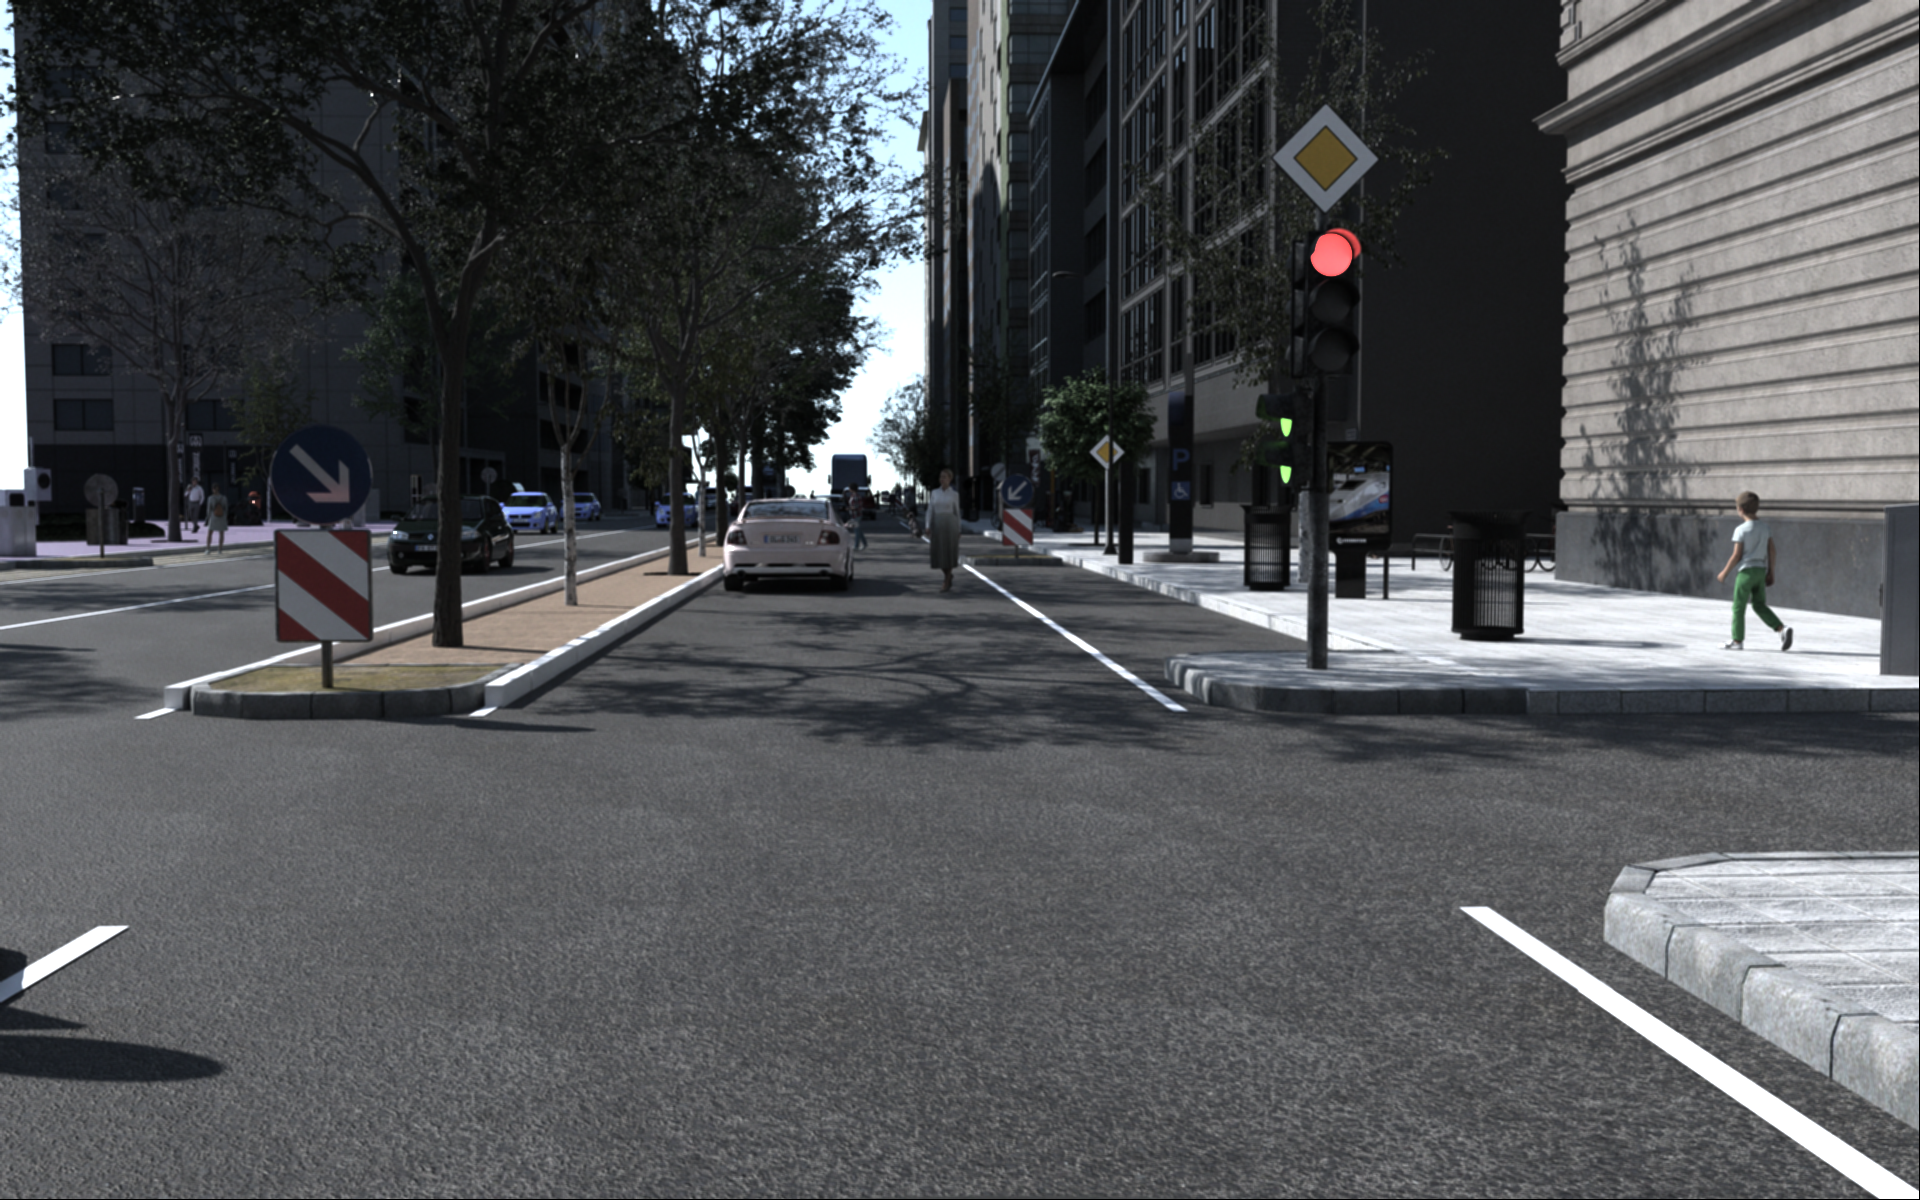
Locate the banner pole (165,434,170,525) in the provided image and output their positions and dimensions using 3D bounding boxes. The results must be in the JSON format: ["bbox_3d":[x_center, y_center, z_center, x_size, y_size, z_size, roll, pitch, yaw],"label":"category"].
[{"bbox_3d":[-32.611,-5.012,71.957,0.863,3.779,0.401,-1,4,-18],"label":"banner pole"}]

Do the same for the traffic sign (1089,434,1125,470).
[{"bbox_3d":[3.238,-2.339,37.969,0.795,2.593,0.064,0,4,1],"label":"traffic sign"}]

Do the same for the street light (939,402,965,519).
[{"bbox_3d":[-0.333,-7.044,87.712,1.470,5.913,1.316,0,4,-3],"label":"street light"}]

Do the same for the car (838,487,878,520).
[{"bbox_3d":[-5.734,-5.393,96.847,2.281,1.827,5.304,0,4,-3],"label":"car"}]

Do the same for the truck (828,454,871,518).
[{"bbox_3d":[-7.073,-7.385,110.505,2.967,4.110,18.799,0,4,-3],"label":"truck"}]

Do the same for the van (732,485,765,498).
[{"bbox_3d":[-14.730,-7.160,121.452,2.240,2.365,5.245,0,4,-2],"label":"van"}]

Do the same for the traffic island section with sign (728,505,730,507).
[{"bbox_3d":[-26.417,-11.284,193.118,1.989,1.847,2.006,0,4,-3],"label":"traffic island section with sign"}]

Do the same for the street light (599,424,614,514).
[{"bbox_3d":[-23.166,-8.654,114.026,1.470,5.913,1.316,0,4,-3],"label":"street light"}]

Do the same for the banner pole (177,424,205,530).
[{"bbox_3d":[-27.388,-4.388,61.764,0.863,3.779,0.401,-2,4,-30],"label":"banner pole"}]

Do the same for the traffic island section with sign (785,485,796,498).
[{"bbox_3d":[-8.615,-4.823,86.995,2.006,1.907,1.989,0,4,-3],"label":"traffic island section with sign"}]

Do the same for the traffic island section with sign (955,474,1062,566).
[{"bbox_3d":[0.994,-1.636,35.384,1.989,1.847,2.006,0,4,-3],"label":"traffic island section with sign"}]

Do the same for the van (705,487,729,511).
[{"bbox_3d":[-21.090,-8.873,149.463,2.240,2.365,5.245,0,4,-4],"label":"van"}]

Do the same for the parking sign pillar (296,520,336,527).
[{"bbox_3d":[-25.164,-4.837,67.553,1.447,3.967,1.447,-1,4,-15],"label":"parking sign pillar"}]

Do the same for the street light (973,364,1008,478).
[{"bbox_3d":[1.150,-5.478,62.099,1.470,5.913,1.316,0,4,-3],"label":"street light"}]

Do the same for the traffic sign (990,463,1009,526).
[{"bbox_3d":[1.621,-4.292,70.283,0.768,2.556,0.104,0,4,5],"label":"traffic sign"}]

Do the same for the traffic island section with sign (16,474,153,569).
[{"bbox_3d":[-17.078,-1.553,34.027,1.989,1.847,2.006,0,4,-3],"label":"traffic island section with sign"}]

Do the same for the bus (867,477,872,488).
[{"bbox_3d":[-12.487,-13.655,214.799,2.896,3.916,12.252,0,4,-2],"label":"bus"}]

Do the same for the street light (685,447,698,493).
[{"bbox_3d":[-26.620,-12.172,171.546,1.470,5.913,1.316,0,4,-3],"label":"street light"}]

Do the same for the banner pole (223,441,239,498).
[{"bbox_3d":[-34.352,-5.597,81.531,0.401,3.779,0.863,2,4,35],"label":"banner pole"}]

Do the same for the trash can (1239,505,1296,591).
[{"bbox_3d":[4.093,-0.698,23.066,0.748,1.137,0.748,0,3,0],"label":"trash can"}]

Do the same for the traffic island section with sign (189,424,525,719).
[{"bbox_3d":[-4.209,-0.235,11.985,2.006,1.907,1.989,0,4,-3],"label":"traffic island section with sign"}]

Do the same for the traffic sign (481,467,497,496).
[{"bbox_3d":[-22.378,-5.026,82.283,0.768,2.556,0.104,0,4,1],"label":"traffic sign"}]

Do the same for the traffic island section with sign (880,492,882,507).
[{"bbox_3d":[-8.365,-11.394,194.921,1.989,1.847,2.006,0,4,-3],"label":"traffic island section with sign"}]

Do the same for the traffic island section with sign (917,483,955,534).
[{"bbox_3d":[-0.589,-3.282,62.293,1.989,1.847,2.006,0,4,-3],"label":"traffic island section with sign"}]

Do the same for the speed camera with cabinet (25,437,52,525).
[{"bbox_3d":[-32.006,-3.962,59.114,0.660,3.252,2.038,1,4,14],"label":"speed camera with cabinet"}]

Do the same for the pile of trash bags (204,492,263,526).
[{"bbox_3d":[-29.281,-3.715,70.492,1.912,1.369,3.447,0,4,0],"label":"pile of trash bags"}]

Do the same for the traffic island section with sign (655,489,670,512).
[{"bbox_3d":[-23.186,-7.916,138.049,1.989,1.847,2.006,0,4,-3],"label":"traffic island section with sign"}]

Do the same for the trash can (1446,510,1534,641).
[{"bbox_3d":[4.665,-0.222,15.290,0.748,1.137,0.748,0,3,0],"label":"trash can"}]

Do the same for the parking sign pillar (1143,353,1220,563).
[{"bbox_3d":[4.175,-2.698,32.592,1.447,3.967,1.447,1,4,9],"label":"parking sign pillar"}]

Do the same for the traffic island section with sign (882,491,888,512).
[{"bbox_3d":[-5.049,-7.935,138.363,1.989,1.847,2.006,0,4,-3],"label":"traffic island section with sign"}]

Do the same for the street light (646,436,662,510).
[{"bbox_3d":[-24.685,-10.219,139.627,1.470,5.913,1.316,0,4,-3],"label":"street light"}]

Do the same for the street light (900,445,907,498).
[{"bbox_3d":[-4.707,-11.666,163.286,1.470,5.913,1.316,0,4,-3],"label":"street light"}]

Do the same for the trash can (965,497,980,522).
[{"bbox_3d":[0.579,-4.204,80.389,0.748,1.137,0.748,0,3,0],"label":"trash can"}]

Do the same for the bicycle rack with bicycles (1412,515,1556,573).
[{"bbox_3d":[8.774,-0.932,28.626,2.852,0.926,2.925,-1,4,-12],"label":"bicycle rack with bicycles"}]

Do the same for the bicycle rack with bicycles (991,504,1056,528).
[{"bbox_3d":[2.522,-3.152,64.917,2.925,0.926,2.852,-2,4,-24],"label":"bicycle rack with bicycles"}]

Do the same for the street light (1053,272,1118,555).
[{"bbox_3d":[2.644,-3.908,36.430,1.470,5.913,1.316,0,4,-3],"label":"street light"}]

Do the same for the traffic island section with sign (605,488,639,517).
[{"bbox_3d":[-21.582,-6.248,110.776,1.989,1.847,2.006,0,4,-3],"label":"traffic island section with sign"}]

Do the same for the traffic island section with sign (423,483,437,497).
[{"bbox_3d":[-18.676,-3.208,61.080,1.989,1.847,2.006,0,4,-3],"label":"traffic island section with sign"}]

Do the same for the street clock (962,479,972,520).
[{"bbox_3d":[0.337,-4.883,84.415,0.471,2.002,0.358,-2,4,-26],"label":"street clock"}]

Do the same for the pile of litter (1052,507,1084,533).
[{"bbox_3d":[3.624,-2.691,57.971,1.176,0.858,1.719,1,4,23],"label":"pile of litter"}]

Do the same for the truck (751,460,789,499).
[{"bbox_3d":[-15.630,-9.448,144.235,2.967,4.110,18.799,0,4,-5],"label":"truck"}]

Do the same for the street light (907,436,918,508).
[{"bbox_3d":[-3.235,-10.100,137.682,1.470,5.913,1.316,0,4,-3],"label":"street light"}]

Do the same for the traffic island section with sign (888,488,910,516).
[{"bbox_3d":[-3.474,-6.289,111.454,1.989,1.847,2.006,0,4,-3],"label":"traffic island section with sign"}]

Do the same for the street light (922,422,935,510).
[{"bbox_3d":[-1.705,-8.490,111.346,1.470,5.913,1.316,0,4,-3],"label":"street light"}]

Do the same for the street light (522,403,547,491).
[{"bbox_3d":[-21.655,-7.064,88.045,1.470,5.913,1.316,0,4,-3],"label":"street light"}]

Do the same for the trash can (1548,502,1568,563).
[{"bbox_3d":[10.905,-1.183,30.996,0.748,1.137,0.748,0,3,0],"label":"trash can"}]
